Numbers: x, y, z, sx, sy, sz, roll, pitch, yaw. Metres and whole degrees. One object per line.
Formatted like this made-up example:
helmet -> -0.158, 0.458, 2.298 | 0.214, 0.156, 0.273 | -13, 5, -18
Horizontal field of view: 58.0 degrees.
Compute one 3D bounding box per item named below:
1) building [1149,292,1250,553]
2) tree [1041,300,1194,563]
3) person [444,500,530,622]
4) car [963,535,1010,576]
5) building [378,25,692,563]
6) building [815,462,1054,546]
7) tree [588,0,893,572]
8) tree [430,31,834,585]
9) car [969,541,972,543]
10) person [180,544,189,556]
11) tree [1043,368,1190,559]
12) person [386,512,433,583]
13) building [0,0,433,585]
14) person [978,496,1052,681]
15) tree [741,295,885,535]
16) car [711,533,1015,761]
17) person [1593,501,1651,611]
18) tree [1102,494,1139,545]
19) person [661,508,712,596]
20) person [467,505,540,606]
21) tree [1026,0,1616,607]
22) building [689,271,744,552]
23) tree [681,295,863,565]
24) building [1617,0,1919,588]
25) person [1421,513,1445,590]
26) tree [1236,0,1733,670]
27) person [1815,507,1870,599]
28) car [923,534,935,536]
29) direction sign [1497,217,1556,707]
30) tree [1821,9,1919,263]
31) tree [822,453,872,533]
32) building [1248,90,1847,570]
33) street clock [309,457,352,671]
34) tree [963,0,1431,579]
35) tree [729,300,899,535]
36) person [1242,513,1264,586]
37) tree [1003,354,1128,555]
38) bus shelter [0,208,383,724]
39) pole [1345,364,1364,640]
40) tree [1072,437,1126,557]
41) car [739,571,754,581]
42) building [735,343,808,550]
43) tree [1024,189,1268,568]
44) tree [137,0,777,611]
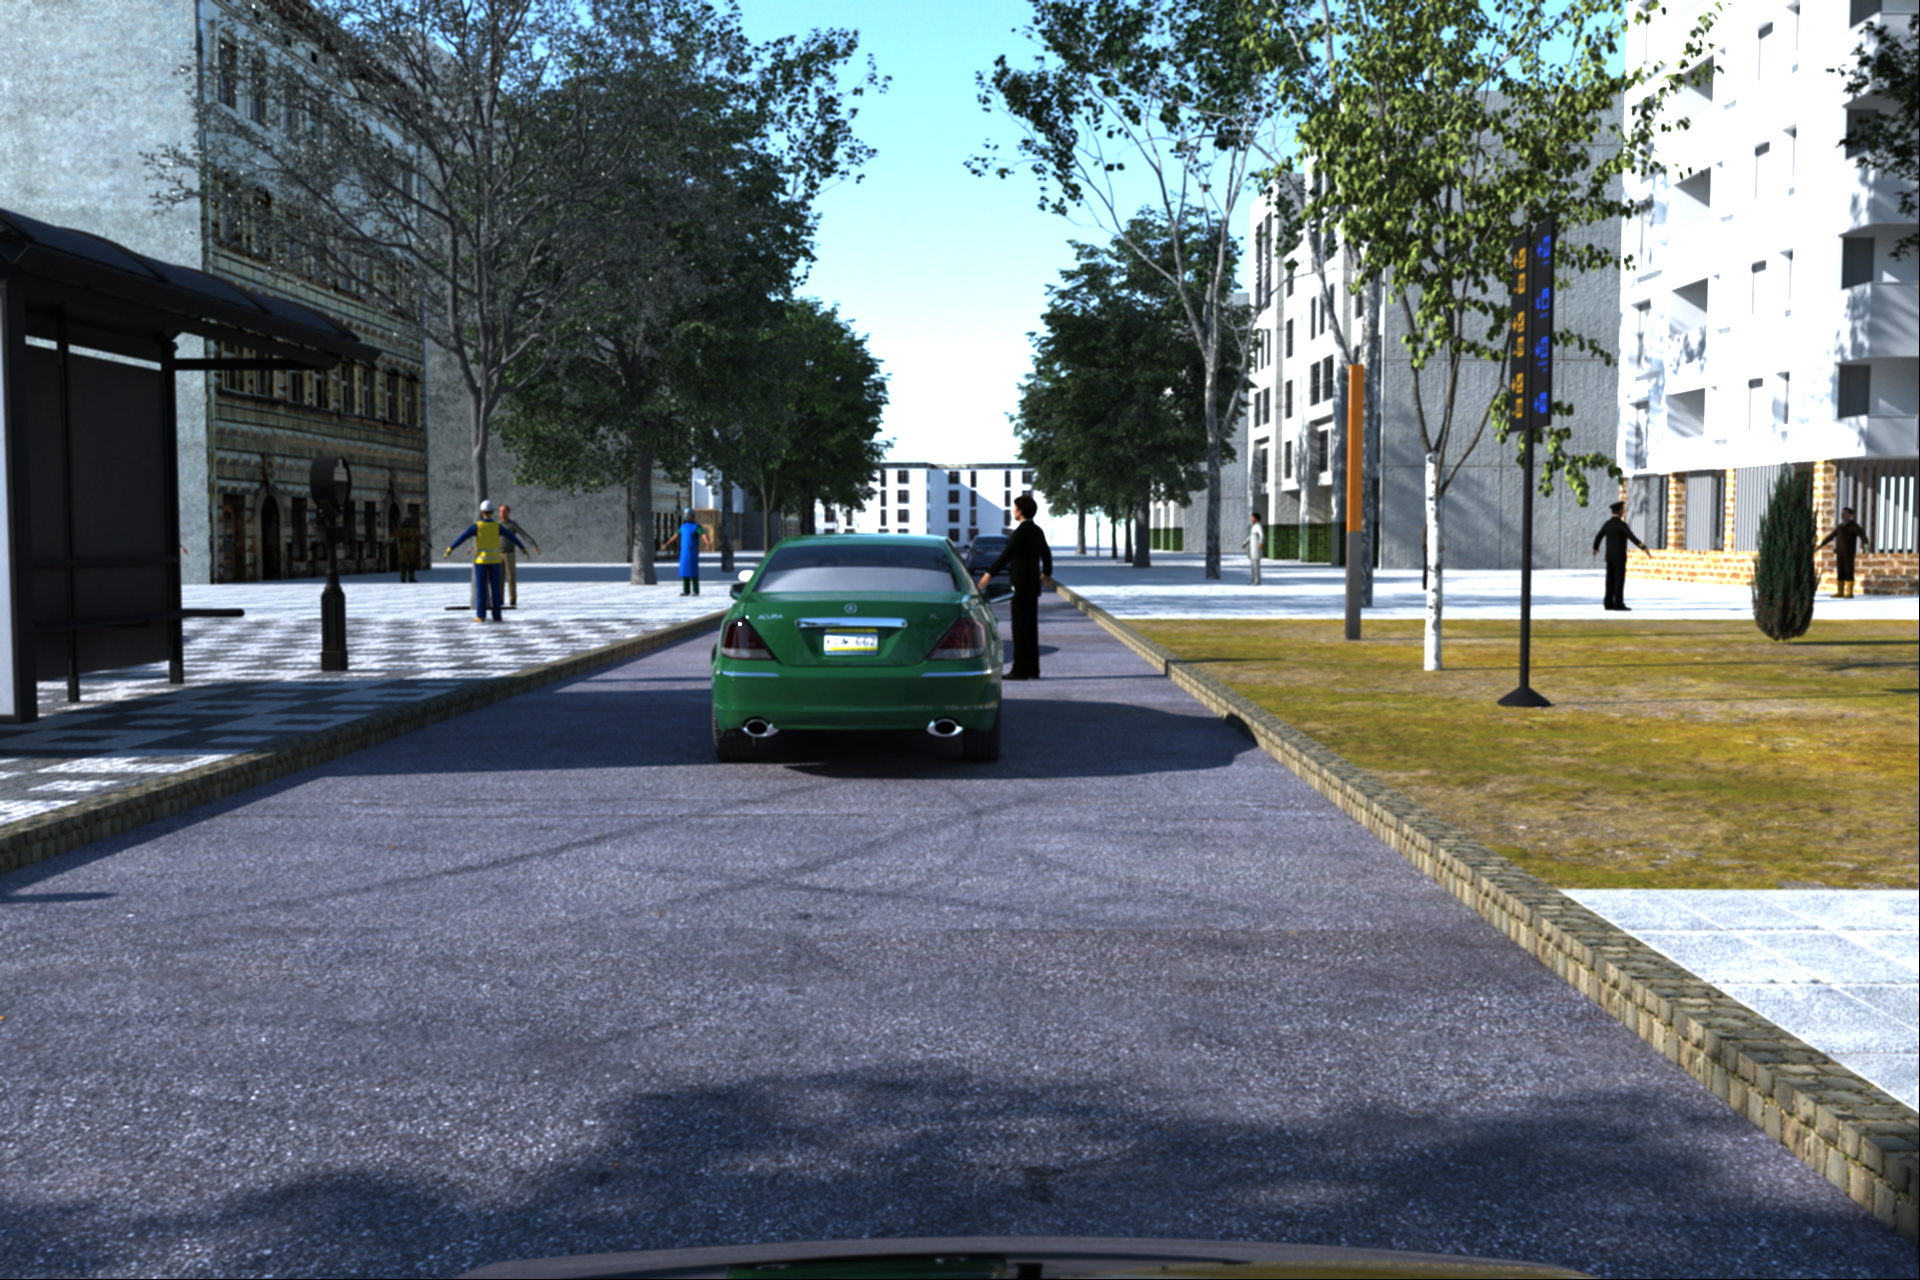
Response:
building -> 24.176, -16.441, 135.267 | 16.747, 18.905, 31.486 | 0, 4, 1
tree -> 7.471, -9.236, 76.771 | 9.928, 11.665, 9.643 | 0, 3, 0
person -> -6.915, -1.155, 25.346 | 1.216, 1.772, 0.721 | -1, 4, -22
car -> 1.129, -3.006, 61.149 | 2.014, 1.417, 4.499 | 0, 4, 0
building -> -23.800, -15.504, 84.423 | 19.493, 23.208, 18.063 | 0, 4, 0
building -> -3.282, -15.771, 202.462 | 28.070, 9.664, 9.099 | 0, 4, 8
tree -> -9.173, -12.321, 57.335 | 12.611, 20.169, 13.585 | 0, 3, 0
tree -> -8.099, -8.359, 43.318 | 9.857, 13.997, 8.962 | 0, 3, 0
car -> 1.644, -5.932, 109.358 | 2.083, 1.381, 4.827 | 0, 4, -1
person -> -13.489, -1.352, 28.908 | 0.721, 1.733, 1.217 | 3, 4, 39
tree -> 8.138, -9.507, 89.853 | 8.767, 10.594, 7.601 | 1, 4, 15
person -> -14.580, -2.444, 45.733 | 0.705, 1.858, 1.354 | 3, 5, 41
building -> -28.206, -13.541, 52.323 | 19.493, 23.208, 18.063 | 0, 3, 0
person -> 0.612, -0.516, 17.075 | 0.705, 1.806, 1.347 | 2, 4, 31
tree -> -7.113, -10.072, 82.808 | 7.486, 12.596, 7.792 | 0, 3, 0
car -> -0.647, -0.034, 12.350 | 2.131, 1.459, 4.920 | 0, 4, 0
person -> 11.045, -1.416, 29.080 | 0.705, 1.837, 1.347 | -1, 4, -20
tree -> 20.248, -17.789, 197.498 | 9.857, 13.997, 8.962 | 0, 3, 0
person -> -5.590, -1.809, 35.709 | 1.347, 1.817, 0.704 | 2, 4, 33
person -> -8.163, -1.516, 31.065 | 1.348, 1.796, 0.705 | 0, 4, 5
tree -> 7.588, -10.731, 31.343 | 12.611, 20.169, 13.585 | 0, 3, 0
building -> -22.410, -16.417, 124.832 | 16.016, 20.090, 11.380 | 0, 4, 1
tree -> -8.011, -9.003, 72.955 | 9.928, 11.665, 9.643 | 0, 3, 0
building -> 24.247, -11.741, 48.379 | 16.016, 20.090, 11.380 | 0, 4, 0
person -> 10.844, -2.064, 39.878 | 0.705, 1.813, 1.348 | 2, 4, 33
tree -> 4.477, -4.007, 15.873 | 4.737, 8.622, 4.395 | 0, 3, 0
person -> 17.677, -1.741, 34.605 | 0.704, 1.812, 1.346 | -1, 4, -18
car -> -1.657, -3.892, 73.414 | 2.009, 1.686, 4.222 | 0, 4, 1
direction sign -> 4.234, -1.278, 12.898 | 0.379, 3.537, 0.876 | 0, 3, 0
tree -> 10.919, -4.872, 14.069 | 7.601, 10.594, 8.767 | 0, 4, 7
tree -> -7.497, -9.489, 105.508 | 4.360, 8.622, 3.978 | 0, 3, 0
building -> 23.812, -12.925, 77.777 | 16.747, 18.905, 31.486 | 0, 4, 1
street clock -> -5.879, -0.713, 16.225 | 0.358, 2.002, 0.471 | 0, 4, 0
tree -> 6.376, -11.719, 47.495 | 12.611, 20.169, 13.585 | 0, 3, 0
tree -> -8.207, -11.443, 93.752 | 9.857, 13.997, 8.962 | 0, 3, 0
person -> 7.353, -2.266, 43.233 | 0.705, 1.806, 1.347 | -1, 4, -9
tree -> 7.454, -12.207, 106.232 | 9.857, 13.997, 8.962 | 0, 3, 0
bus shelter -> -6.041, -1.124, 12.302 | 2.014, 3.302, 5.546 | 0, 4, 1
pole -> 4.773, -1.658, 20.950 | 0.158, 3.312, 0.155 | 0, 3, 0
tree -> 7.684, -9.008, 97.647 | 4.360, 8.622, 3.978 | 0, 3, 0
car -> -1.509, -0.502, 20.574 | 2.083, 1.381, 4.827 | 0, 4, 0
building -> -23.454, -19.363, 147.509 | 19.493, 23.208, 18.063 | 0, 4, 1
tree -> 6.934, -9.738, 65.870 | 9.857, 13.997, 8.962 | 0, 3, 0
tree -> -8.025, -7.248, 28.882 | 12.009, 13.543, 11.850 | 0, 3, 0
